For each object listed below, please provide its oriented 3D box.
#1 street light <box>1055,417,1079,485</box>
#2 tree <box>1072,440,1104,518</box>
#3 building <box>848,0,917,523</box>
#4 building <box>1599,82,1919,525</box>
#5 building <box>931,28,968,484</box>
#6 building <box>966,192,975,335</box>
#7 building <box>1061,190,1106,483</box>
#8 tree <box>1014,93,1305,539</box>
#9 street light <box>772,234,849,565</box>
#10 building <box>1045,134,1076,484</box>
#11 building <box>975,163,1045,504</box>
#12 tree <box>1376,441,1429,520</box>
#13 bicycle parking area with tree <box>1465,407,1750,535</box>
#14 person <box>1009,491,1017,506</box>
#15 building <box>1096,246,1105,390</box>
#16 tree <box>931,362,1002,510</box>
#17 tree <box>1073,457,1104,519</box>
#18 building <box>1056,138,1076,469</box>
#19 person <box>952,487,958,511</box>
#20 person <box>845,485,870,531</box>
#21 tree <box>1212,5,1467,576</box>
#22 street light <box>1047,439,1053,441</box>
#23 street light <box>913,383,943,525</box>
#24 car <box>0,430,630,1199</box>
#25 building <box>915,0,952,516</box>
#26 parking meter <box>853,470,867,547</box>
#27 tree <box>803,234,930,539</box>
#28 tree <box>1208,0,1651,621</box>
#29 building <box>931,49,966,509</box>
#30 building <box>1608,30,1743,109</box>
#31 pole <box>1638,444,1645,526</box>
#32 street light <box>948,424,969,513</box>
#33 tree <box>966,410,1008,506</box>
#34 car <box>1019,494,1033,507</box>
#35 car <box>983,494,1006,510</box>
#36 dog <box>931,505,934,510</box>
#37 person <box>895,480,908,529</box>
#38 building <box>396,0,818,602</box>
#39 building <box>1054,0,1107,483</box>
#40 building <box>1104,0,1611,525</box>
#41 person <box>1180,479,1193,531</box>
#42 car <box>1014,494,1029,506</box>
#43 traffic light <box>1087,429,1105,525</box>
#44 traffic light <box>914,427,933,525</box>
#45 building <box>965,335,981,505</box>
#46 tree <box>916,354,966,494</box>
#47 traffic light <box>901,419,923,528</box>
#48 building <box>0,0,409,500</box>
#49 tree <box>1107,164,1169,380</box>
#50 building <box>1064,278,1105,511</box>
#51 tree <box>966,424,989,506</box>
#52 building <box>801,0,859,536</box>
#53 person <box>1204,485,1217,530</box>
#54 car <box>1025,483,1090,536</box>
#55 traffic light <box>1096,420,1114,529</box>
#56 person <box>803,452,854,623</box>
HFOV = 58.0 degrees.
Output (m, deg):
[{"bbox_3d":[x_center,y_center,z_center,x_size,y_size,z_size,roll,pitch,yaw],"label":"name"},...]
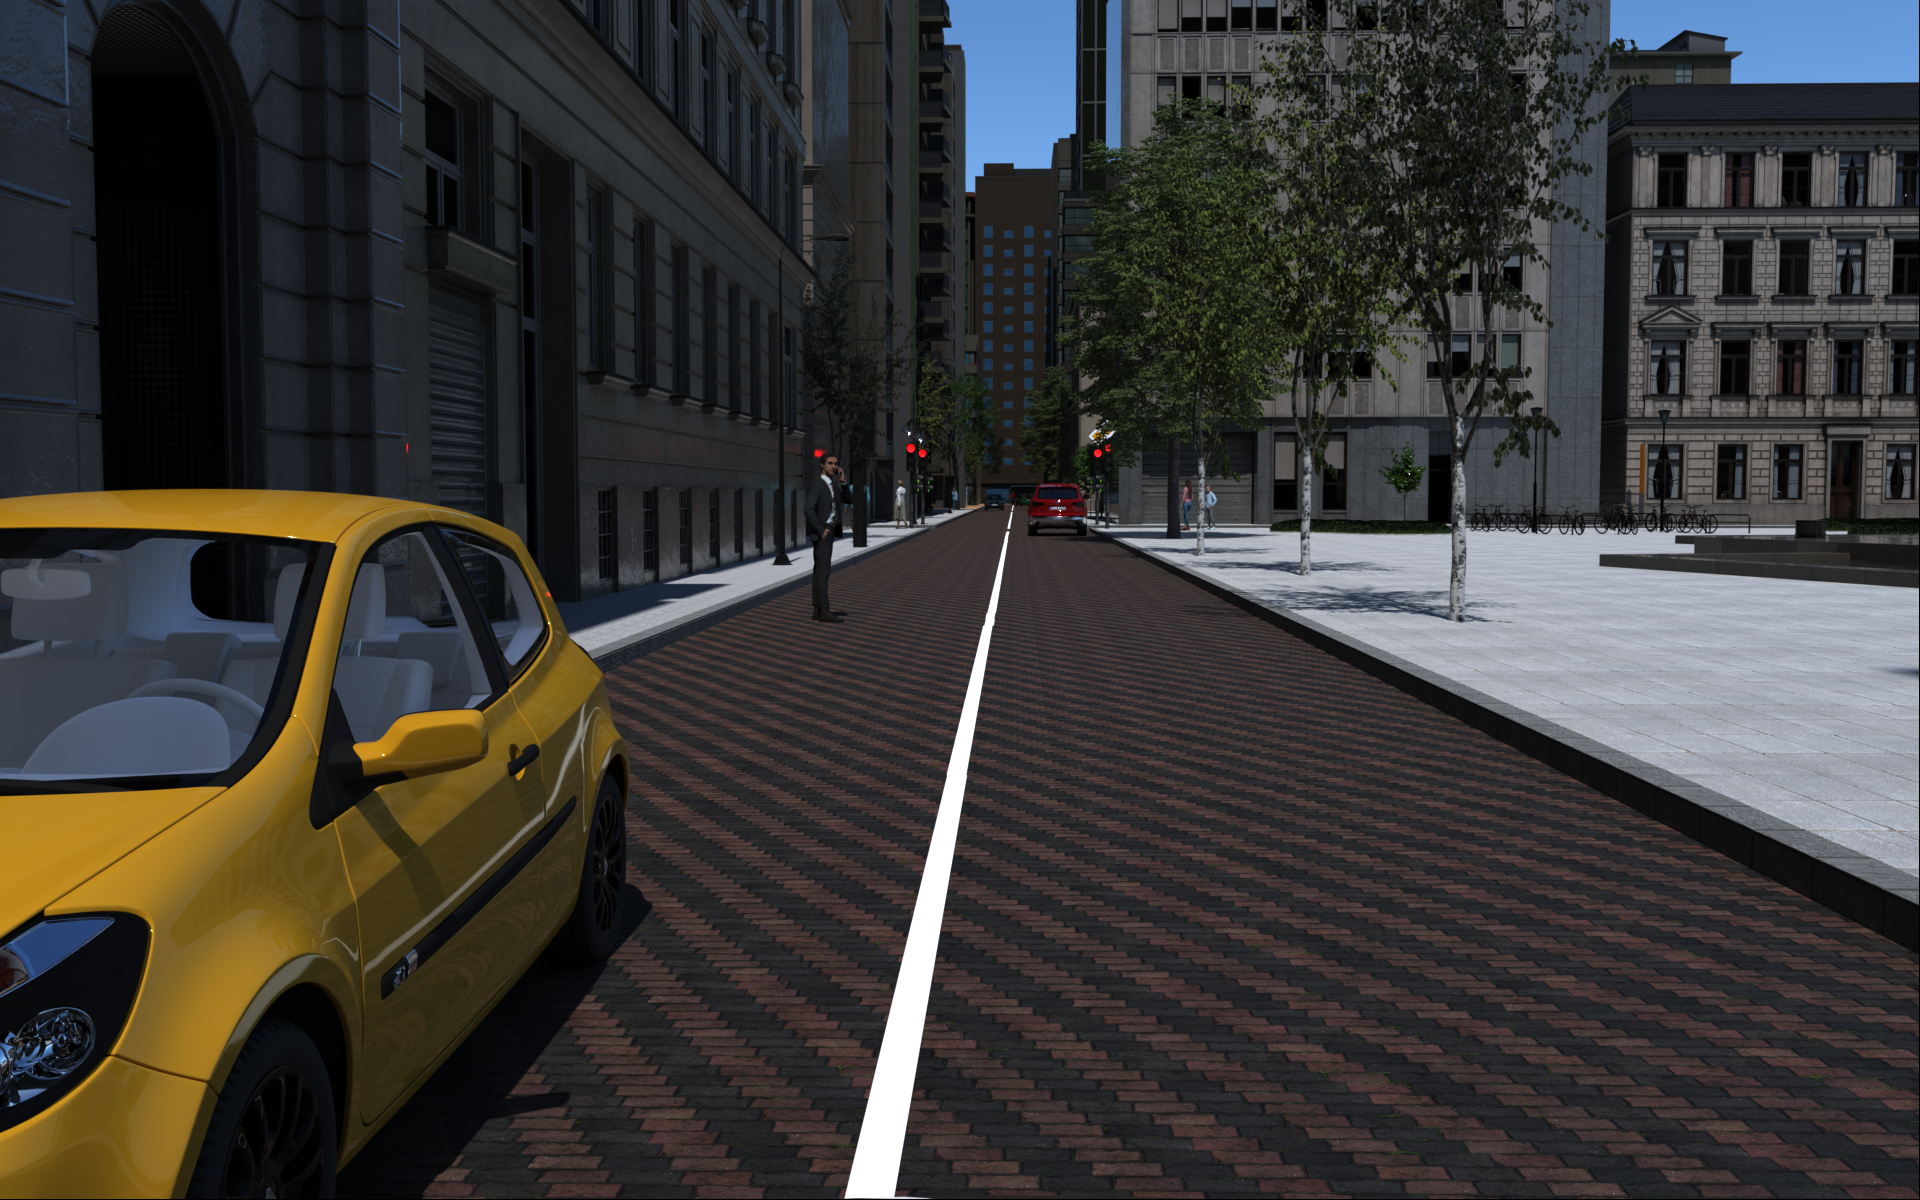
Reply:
[{"bbox_3d":[6.635,-8.105,105.054,1.470,5.913,1.316,0,4,2],"label":"street light"},{"bbox_3d":[7.594,-6.611,91.800,4.285,4.588,4.351,0,3,0],"label":"tree"},{"bbox_3d":[-9.371,-24.171,78.798,14.154,41.232,14.086,0,4,2],"label":"building"},{"bbox_3d":[36.764,-12.916,75.798,19.286,19.102,10.561,0,4,2],"label":"building"},{"bbox_3d":[-6.554,-31.844,170.761,14.600,45.320,14.200,0,4,2],"label":"building"},{"bbox_3d":[-12.038,-35.963,242.618,28.867,44.769,22.147,0,4,2],"label":"building"},{"bbox_3d":[16.783,-24.170,166.874,14.160,30.474,14.107,0,4,2],"label":"building"},{"bbox_3d":[6.428,-8.024,49.316,7.486,12.596,7.792,0,3,0],"label":"tree"},{"bbox_3d":[-2.676,-3.582,31.107,1.470,5.913,1.316,0,4,2],"label":"street light"},{"bbox_3d":[18.351,-34.590,215.656,14.600,45.320,14.200,0,4,2],"label":"building"},{"bbox_3d":[9.334,-35.909,237.220,14.200,45.320,14.600,0,4,2],"label":"building"},{"bbox_3d":[16.195,-4.165,62.691,1.663,3.219,1.824,0,3,0],"label":"tree"},{"bbox_3d":[21.509,-4.366,58.392,8.231,4.147,9.016,0,4,-6],"label":"bicycle parking area with tree"},{"bbox_3d":[6.636,-12.662,215.466,1.348,1.831,0.705,-1,4,-22],"label":"person"},{"bbox_3d":[15.885,-17.810,110.277,14.460,24.649,34.723,0,4,2],"label":"building"},{"bbox_3d":[-0.358,-12.967,137.765,9.928,11.665,9.643,0,3,0],"label":"tree"},{"bbox_3d":[6.569,-5.752,88.646,1.663,3.219,1.824,0,3,0],"label":"tree"},{"bbox_3d":[18.251,-31.686,201.660,14.154,41.232,14.086,0,4,2],"label":"building"},{"bbox_3d":[-0.392,-7.443,128.004,0.793,1.790,0.793,0,4,6],"label":"person"},{"bbox_3d":[-2.687,-2.425,45.711,0.660,1.820,0.620,-1,4,-23],"label":"person"},{"bbox_3d":[5.684,-4.691,27.064,4.737,8.622,4.395,0,3,0],"label":"tree"},{"bbox_3d":[8.085,-10.660,146.832,1.470,5.913,1.316,0,4,2],"label":"street light"},{"bbox_3d":[-1.398,-6.133,72.819,1.470,5.913,1.316,0,4,2],"label":"street light"},{"bbox_3d":[-1.925,0.383,3.959,2.015,1.641,3.980,0,4,0],"label":"car"},{"bbox_3d":[-11.862,-27.893,110.672,22.147,44.769,28.867,0,4,2],"label":"building"},{"bbox_3d":[-2.416,-2.207,41.801,0.255,1.863,0.399,1,4,14],"label":"parking meter"},{"bbox_3d":[-3.295,-6.044,49.184,4.360,8.622,3.978,0,3,0],"label":"tree"},{"bbox_3d":[4.841,-4.086,17.173,4.360,8.622,3.978,0,3,0],"label":"tree"},{"bbox_3d":[-6.717,-28.848,155.252,14.154,41.232,14.086,0,4,2],"label":"building"},{"bbox_3d":[72.728,-37.754,206.517,27.495,52.752,28.713,0,4,2],"label":"building"},{"bbox_3d":[27.814,-4.697,70.636,0.158,3.312,0.155,0,3,0],"label":"pole"},{"bbox_3d":[-0.115,-8.689,114.602,1.470,5.913,1.316,0,4,2],"label":"street light"},{"bbox_3d":[1.662,-15.759,192.065,7.601,10.594,8.767,1,4,17],"label":"tree"},{"bbox_3d":[7.826,-11.481,199.507,2.131,1.459,4.920,0,4,1],"label":"car"},{"bbox_3d":[3.035,-8.760,153.013,2.009,1.686,4.222,0,4,1],"label":"car"},{"bbox_3d":[-2.295,-7.191,135.309,0.748,0.427,0.550,-2,4,-25],"label":"dog"},{"bbox_3d":[-2.145,-3.516,63.753,0.478,1.798,0.641,-3,4,-38],"label":"person"},{"bbox_3d":[-11.516,-11.912,28.046,16.112,22.955,30.059,0,4,2],"label":"building"},{"bbox_3d":[20.593,-45.568,183.291,20.563,71.187,20.611,0,4,2],"label":"building"},{"bbox_3d":[16.758,-15.863,77.381,19.932,24.808,12.078,0,4,2],"label":"building"},{"bbox_3d":[7.988,-3.353,60.878,0.388,1.821,0.555,3,4,39],"label":"person"},{"bbox_3d":[7.519,-12.088,207.417,2.009,1.686,4.222,0,3,0],"label":"car"},{"bbox_3d":[5.720,-5.101,72.327,0.839,4.253,0.868,0,4,2],"label":"traffic light"},{"bbox_3d":[-1.538,-5.115,72.543,0.839,4.253,0.868,0,4,2],"label":"traffic light"},{"bbox_3d":[-12.135,-22.420,211.602,28.899,21.520,27.650,0,4,2],"label":"building"},{"bbox_3d":[-2.198,-8.548,90.123,4.737,8.622,4.395,0,3,0],"label":"tree"},{"bbox_3d":[-1.794,-4.626,64.562,0.839,4.253,0.868,0,4,2],"label":"traffic light"},{"bbox_3d":[-10.274,-9.724,0.791,13.314,21.916,24.055,0,4,2],"label":"building"},{"bbox_3d":[5.238,-5.219,35.692,4.737,8.622,4.395,0,3,0],"label":"tree"},{"bbox_3d":[13.741,-16.688,137.483,10.561,19.102,19.286,0,4,2],"label":"building"},{"bbox_3d":[0.802,-14.157,181.823,4.737,8.622,4.395,0,3,0],"label":"tree"},{"bbox_3d":[-16.322,-15.962,58.245,25.104,27.353,12.463,0,4,2],"label":"building"},{"bbox_3d":[8.977,-3.331,62.309,0.330,1.601,0.589,-1,4,-22],"label":"person"},{"bbox_3d":[3.420,-3.188,60.789,2.281,1.827,5.304,0,4,3],"label":"car"},{"bbox_3d":[5.464,-4.613,64.346,0.839,4.253,0.868,0,4,2],"label":"traffic light"},{"bbox_3d":[-1.469,-0.717,19.590,0.474,1.900,0.648,1,4,11],"label":"person"}]
